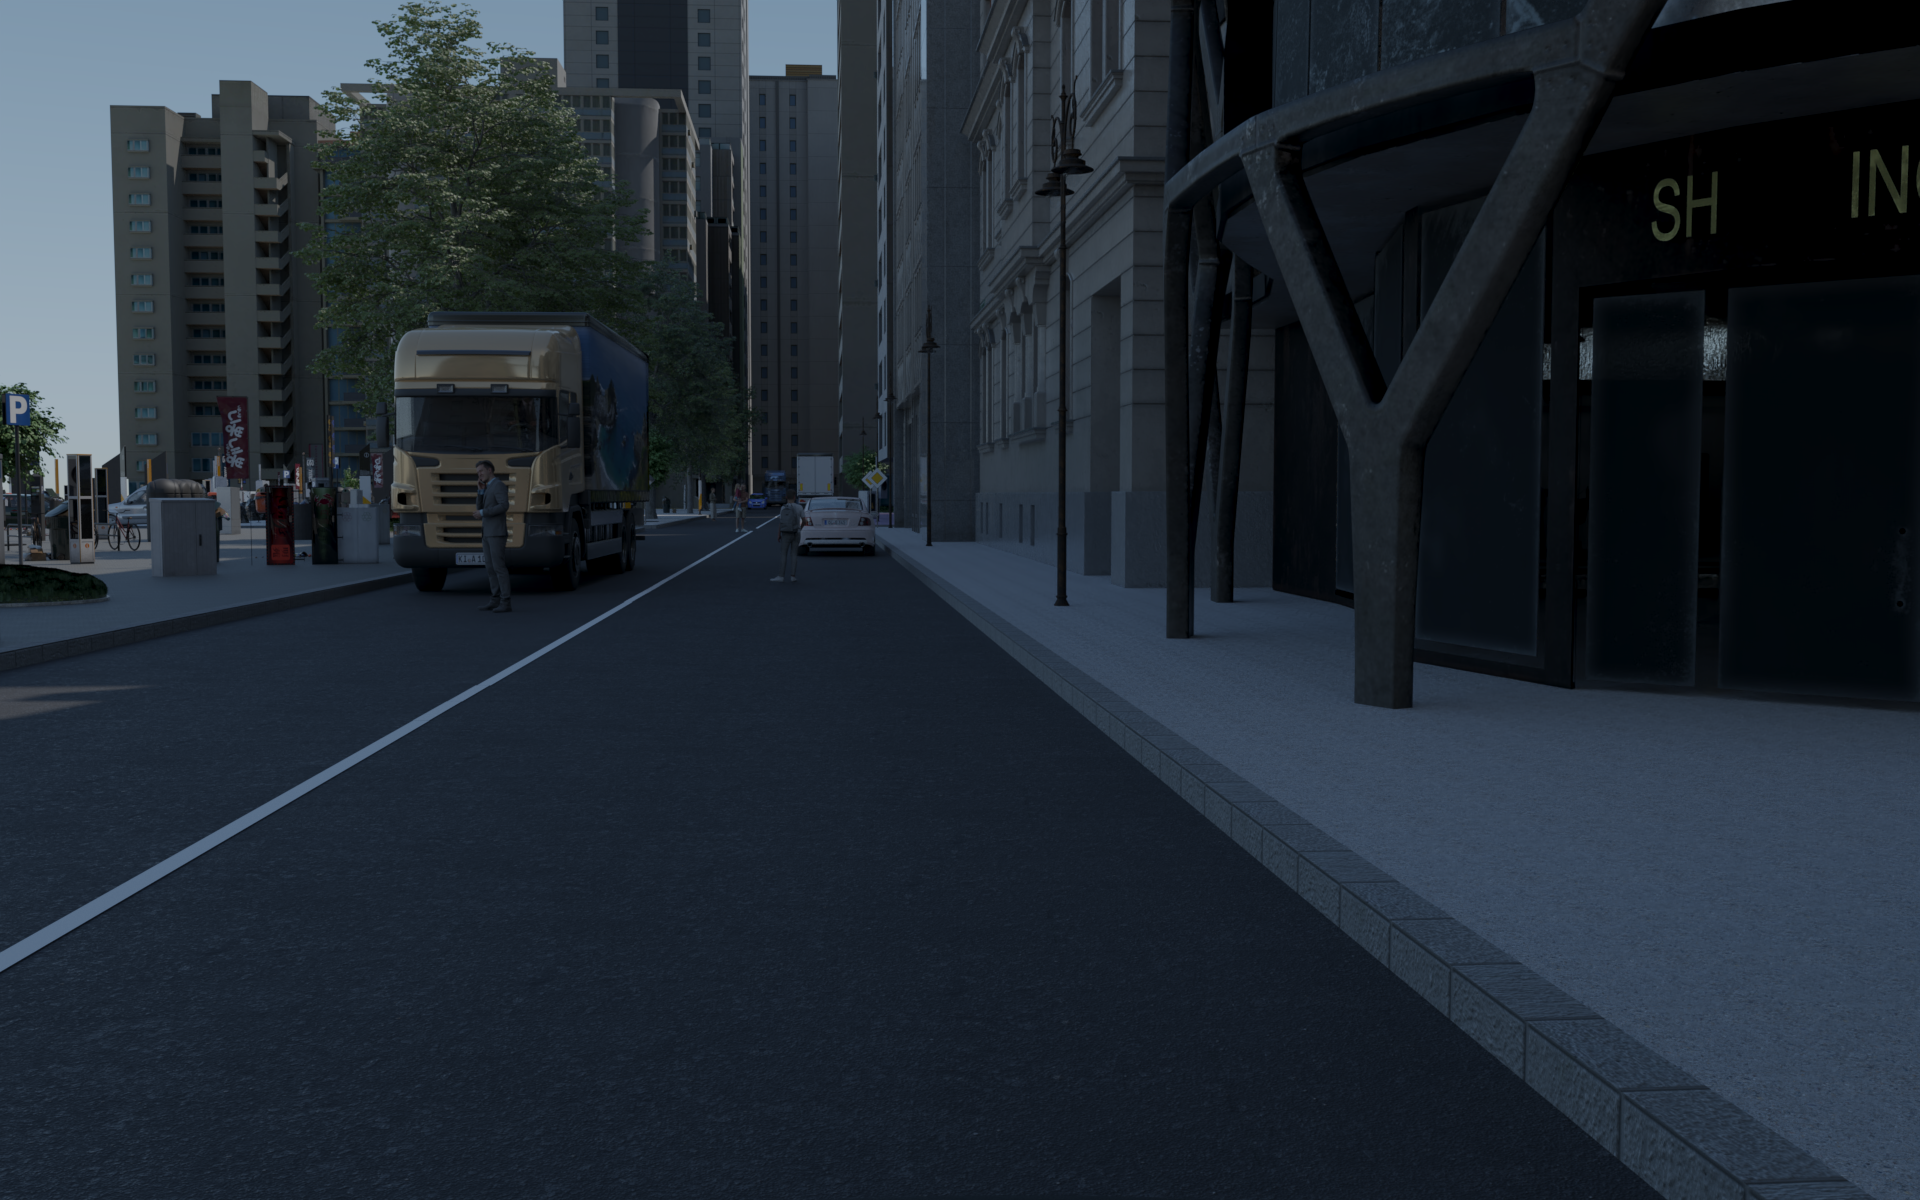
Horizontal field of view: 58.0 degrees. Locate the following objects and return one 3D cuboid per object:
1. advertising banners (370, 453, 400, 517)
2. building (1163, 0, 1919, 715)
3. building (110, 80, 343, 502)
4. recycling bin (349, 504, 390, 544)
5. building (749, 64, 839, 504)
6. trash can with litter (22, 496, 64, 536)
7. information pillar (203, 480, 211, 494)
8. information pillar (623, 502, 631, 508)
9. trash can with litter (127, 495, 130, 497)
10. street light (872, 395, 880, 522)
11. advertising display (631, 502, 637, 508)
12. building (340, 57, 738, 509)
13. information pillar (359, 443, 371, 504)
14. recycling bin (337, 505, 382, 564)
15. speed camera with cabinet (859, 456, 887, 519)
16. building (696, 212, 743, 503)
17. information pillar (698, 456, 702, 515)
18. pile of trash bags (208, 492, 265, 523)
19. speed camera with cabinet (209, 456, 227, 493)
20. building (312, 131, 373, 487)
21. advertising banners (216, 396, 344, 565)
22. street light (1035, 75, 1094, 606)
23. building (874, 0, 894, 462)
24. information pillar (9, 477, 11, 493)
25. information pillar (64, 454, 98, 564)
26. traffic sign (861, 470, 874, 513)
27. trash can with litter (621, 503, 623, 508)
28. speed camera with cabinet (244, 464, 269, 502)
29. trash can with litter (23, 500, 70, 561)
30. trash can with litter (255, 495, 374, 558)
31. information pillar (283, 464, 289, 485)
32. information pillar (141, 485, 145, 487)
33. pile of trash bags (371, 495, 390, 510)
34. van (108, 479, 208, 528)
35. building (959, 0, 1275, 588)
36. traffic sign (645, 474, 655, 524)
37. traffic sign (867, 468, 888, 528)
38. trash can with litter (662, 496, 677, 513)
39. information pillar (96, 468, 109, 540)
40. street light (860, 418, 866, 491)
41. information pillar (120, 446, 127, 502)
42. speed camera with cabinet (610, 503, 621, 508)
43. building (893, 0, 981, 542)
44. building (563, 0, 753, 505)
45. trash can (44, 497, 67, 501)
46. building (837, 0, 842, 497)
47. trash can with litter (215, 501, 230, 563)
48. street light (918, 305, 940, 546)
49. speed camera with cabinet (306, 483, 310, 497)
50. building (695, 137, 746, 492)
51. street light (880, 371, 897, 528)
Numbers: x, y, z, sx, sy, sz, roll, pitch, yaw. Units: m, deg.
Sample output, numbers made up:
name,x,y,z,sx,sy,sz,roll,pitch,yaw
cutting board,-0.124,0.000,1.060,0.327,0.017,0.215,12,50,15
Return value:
name,x,y,z,sx,sy,sz,roll,pitch,yaw
advertising banners,-23.944,-4.729,73.510,2.074,3.025,0.090,0,4,-3
building,9.991,-9.000,14.595,16.820,18.784,16.811,0,4,-5
building,-86.084,-35.697,207.340,21.600,48.544,21.300,0,4,-5
recycling bin,-15.065,-1.936,44.206,0.722,1.027,0.722,2,4,29
building,-30.988,-42.708,240.273,28.212,58.520,21.231,0,4,-5
trash can with litter,-28.272,-2.594,53.470,1.678,1.210,2.233,1,4,20
information pillar,-39.685,-5.309,91.292,0.304,2.012,0.304,-3,5,-44
information pillar,-14.727,-5.212,76.575,0.183,3.616,0.504,2,4,23
trash can with litter,-63.544,-7.419,132.359,2.233,1.210,1.678,3,5,39
street light,-3.838,-6.594,80.592,0.468,5.910,1.993,0,4,-5
advertising display,-18.987,-5.773,99.607,0.123,1.923,0.974,2,4,34
building,-36.967,-28.550,158.667,32.217,40.220,23.993,0,4,-5
information pillar,-27.233,-5.381,79.340,0.504,3.616,0.183,-1,4,-14
recycling bin,-11.199,-1.198,32.144,0.722,1.027,0.722,-1,4,-23
speed camera with cabinet,-4.525,-5.864,90.212,0.660,3.252,2.038,2,4,28
building,-29.862,-24.897,178.769,14.160,30.474,14.107,0,4,-5
information pillar,-15.895,-7.004,105.877,0.183,3.616,0.504,-1,4,-19
pile of trash bags,-34.595,-4.522,83.680,3.447,1.369,1.912,-3,4,-36
speed camera with cabinet,-38.071,-5.823,89.545,0.660,3.252,2.038,-3,4,-36
building,-60.881,-33.899,208.868,28.867,44.769,22.147,0,4,-5
advertising banners,-12.244,-2.142,31.216,2.074,3.025,0.090,-1,4,-19
street light,1.169,-2.871,19.722,0.468,5.910,1.993,0,4,-5
building,3.308,-18.843,79.790,14.107,30.474,14.160,0,4,-5
information pillar,-74.056,-8.794,135.139,0.504,3.616,0.183,2,4,33
information pillar,-16.107,-1.666,31.729,0.304,2.012,0.304,2,4,27
traffic sign,-3.808,-4.293,73.827,0.795,2.450,0.064,0,4,-5
trash can with litter,-23.342,-6.566,118.409,1.678,1.210,2.233,2,4,25
speed camera with cabinet,-46.669,-7.367,114.791,0.660,3.252,2.038,1,4,16
trash can with litter,-17.520,-1.347,33.408,0.624,1.170,1.055,3,4,38
trash can with litter,-13.052,-1.482,35.292,2.233,1.210,1.678,0,4,-5
information pillar,-52.688,-8.812,135.432,0.504,3.616,0.183,2,4,31
information pillar,-65.493,-8.226,138.981,0.304,2.012,0.304,2,4,33
pile of trash bags,-30.384,-4.946,90.623,3.447,1.369,1.912,3,4,36
van,-31.615,-3.716,67.764,4.112,2.044,2.013,0,4,-6
building,7.521,-15.102,34.306,14.401,28.519,23.554,0,4,-5
traffic sign,-13.271,-4.246,73.064,0.795,2.450,0.064,0,4,-5
traffic sign,-3.147,-3.806,65.869,0.795,2.450,0.064,0,4,-5
trash can with litter,-19.484,-6.423,116.397,1.055,1.170,0.624,-1,4,-10
information pillar,-24.147,-2.706,48.731,0.304,2.012,0.304,-2,4,-32
street light,-5.762,-7.973,103.141,0.468,5.910,1.993,0,4,-5
information pillar,-40.839,-5.703,84.597,0.504,3.616,0.183,3,5,40
speed camera with cabinet,-25.824,-8.307,130.155,0.660,3.252,2.038,2,4,29
building,4.277,-14.556,56.005,12.078,24.808,19.932,0,4,-5
building,-36.356,-47.308,211.736,20.611,71.187,20.563,0,4,-5
trash can,-39.455,-3.898,75.386,0.748,1.137,0.748,0,3,0
building,1.311,-31.250,134.643,21.300,48.544,21.600,0,4,-5
trash can with litter,-13.996,-1.252,31.862,0.624,1.170,1.055,1,4,14
street light,-0.760,-4.261,42.462,0.468,5.910,1.993,0,4,-5
speed camera with cabinet,-50.249,-8.583,134.661,0.660,3.252,2.038,0,4,-1
building,-31.341,-31.132,192.599,14.154,41.232,14.086,0,4,-5
street light,-2.618,-5.645,65.076,0.468,5.910,1.993,0,4,-5
